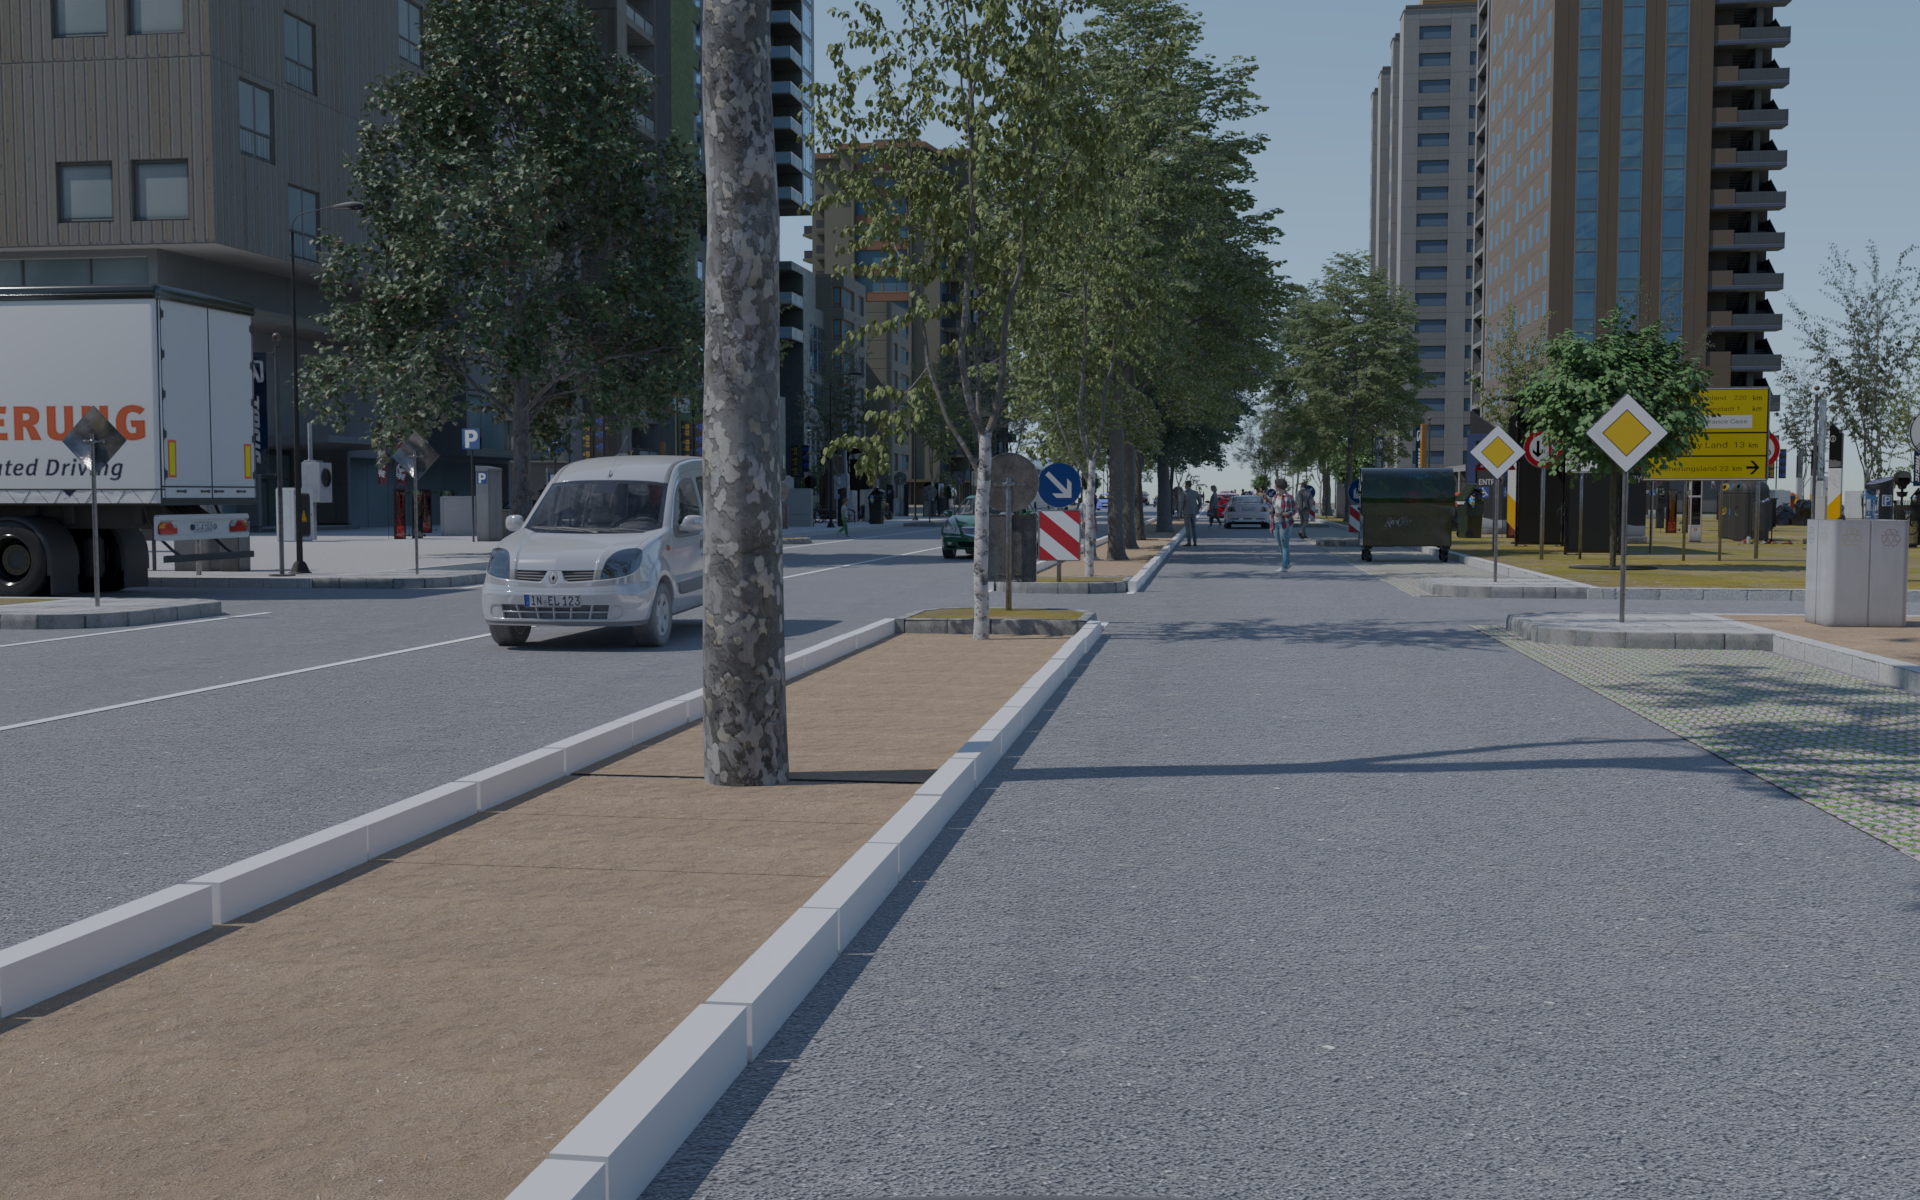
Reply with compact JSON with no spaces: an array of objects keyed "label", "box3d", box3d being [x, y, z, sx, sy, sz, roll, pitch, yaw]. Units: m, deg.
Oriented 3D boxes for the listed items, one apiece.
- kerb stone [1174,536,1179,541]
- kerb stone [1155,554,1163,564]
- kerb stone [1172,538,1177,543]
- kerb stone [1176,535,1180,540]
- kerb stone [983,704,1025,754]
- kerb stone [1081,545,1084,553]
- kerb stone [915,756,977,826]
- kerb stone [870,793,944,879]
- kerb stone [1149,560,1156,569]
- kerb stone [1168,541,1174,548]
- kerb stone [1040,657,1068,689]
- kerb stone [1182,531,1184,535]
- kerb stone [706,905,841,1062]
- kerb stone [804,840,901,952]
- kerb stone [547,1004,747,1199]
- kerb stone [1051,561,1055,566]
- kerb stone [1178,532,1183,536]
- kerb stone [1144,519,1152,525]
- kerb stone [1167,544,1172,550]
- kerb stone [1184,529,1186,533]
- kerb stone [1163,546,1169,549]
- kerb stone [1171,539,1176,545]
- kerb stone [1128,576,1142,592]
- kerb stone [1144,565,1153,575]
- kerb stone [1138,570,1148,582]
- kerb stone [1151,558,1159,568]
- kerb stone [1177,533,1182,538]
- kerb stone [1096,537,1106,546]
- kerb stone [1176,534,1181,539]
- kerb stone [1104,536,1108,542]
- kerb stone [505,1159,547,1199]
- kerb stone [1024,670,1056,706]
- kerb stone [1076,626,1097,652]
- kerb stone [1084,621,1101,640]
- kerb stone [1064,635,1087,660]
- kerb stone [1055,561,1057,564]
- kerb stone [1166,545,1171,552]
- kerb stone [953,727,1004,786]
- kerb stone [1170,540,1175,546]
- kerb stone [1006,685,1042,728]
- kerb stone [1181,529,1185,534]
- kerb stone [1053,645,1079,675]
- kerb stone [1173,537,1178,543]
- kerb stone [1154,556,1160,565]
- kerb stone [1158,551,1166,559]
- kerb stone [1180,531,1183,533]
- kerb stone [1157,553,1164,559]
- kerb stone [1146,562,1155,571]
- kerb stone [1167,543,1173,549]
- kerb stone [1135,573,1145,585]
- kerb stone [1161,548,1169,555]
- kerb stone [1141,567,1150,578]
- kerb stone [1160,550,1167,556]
[{"label":"kerb stone","box3d":[6.056,-1.644,49.069,0.120,0.150,1.000,1,4,8]},{"label":"kerb stone","box3d":[3.954,-0.775,34.889,0.120,0.150,1.000,1,4,8]},{"label":"kerb stone","box3d":[5.756,-1.520,47.041,0.120,0.150,1.000,1,4,8]},{"label":"kerb stone","box3d":[6.356,-1.767,51.091,0.120,0.150,1.000,1,4,8]},{"label":"kerb stone","box3d":[0.242,0.750,9.940,0.120,0.150,1.000,1,4,8]},{"label":"kerb stone","box3d":[3.235,-1.351,44.333,0.120,0.150,1.000,1,4,8]},{"label":"kerb stone","box3d":[-0.064,0.875,7.912,0.120,0.150,1.000,1,4,8]},{"label":"kerb stone","box3d":[-0.210,0.941,6.901,0.120,0.150,1.000,1,4,8]},{"label":"kerb stone","box3d":[3.485,-0.588,31.842,0.120,0.150,1.000,1,4,8]},{"label":"kerb stone","box3d":[5.310,-1.334,44.007,0.120,0.150,1.000,1,4,8]},{"label":"kerb stone","box3d":[0.689,0.569,12.991,0.120,0.150,1.000,1,4,8]},{"label":"kerb stone","box3d":[7.102,-2.072,56.148,0.120,0.150,1.000,1,4,8]},{"label":"kerb stone","box3d":[-0.510,1.060,4.870,0.120,0.150,1.000,1,4,8]},{"label":"kerb stone","box3d":[-0.360,1.001,5.889,0.120,0.150,1.000,1,4,8]},{"label":"kerb stone","box3d":[-0.667,1.122,3.859,0.120,0.150,1.000,1,4,8]},{"label":"kerb stone","box3d":[1.719,-0.733,34.198,0.120,0.150,1.000,1,4,8]},{"label":"kerb stone","box3d":[6.812,-1.953,54.123,0.120,0.150,1.000,1,4,8]},{"label":"kerb stone","box3d":[9.099,-3.770,83.837,0.120,0.150,1.000,1,4,8]},{"label":"kerb stone","box3d":[4.996,-1.205,41.983,0.120,0.150,1.000,1,4,8]},{"label":"kerb stone","box3d":[7.554,-2.259,59.184,0.120,0.150,1.000,1,4,8]},{"label":"kerb stone","box3d":[4.695,-1.087,39.961,0.120,0.150,1.000,1,4,8]},{"label":"kerb stone","box3d":[5.606,-1.458,46.031,0.120,0.150,1.000,1,4,8]},{"label":"kerb stone","box3d":[2.586,-0.218,25.759,0.120,0.150,1.000,1,4,8]},{"label":"kerb stone","box3d":[3.193,-0.465,29.804,0.120,0.150,1.000,1,4,8]},{"label":"kerb stone","box3d":[2.896,-0.339,27.779,0.120,0.150,1.000,1,4,8]},{"label":"kerb stone","box3d":[3.646,-0.646,32.864,0.120,0.150,1.000,1,4,8]},{"label":"kerb stone","box3d":[6.656,-1.889,53.113,0.120,0.150,1.000,1,4,8]},{"label":"kerb stone","box3d":[3.988,-1.663,49.387,0.120,0.150,1.000,1,4,8]},{"label":"kerb stone","box3d":[6.503,-1.829,52.102,0.120,0.150,1.000,1,4,8]},{"label":"kerb stone","box3d":[4.127,-1.722,50.401,0.120,0.150,1.000,1,4,8]},{"label":"kerb stone","box3d":[-0.813,1.184,2.843,0.120,0.150,1.000,1,4,8]},{"label":"kerb stone","box3d":[0.540,0.625,11.979,0.120,0.150,1.000,1,4,8]},{"label":"kerb stone","box3d":[1.147,0.379,16.052,0.120,0.150,1.000,1,4,8]},{"label":"kerb stone","box3d":[1.298,0.314,17.069,0.120,0.150,1.000,1,4,8]},{"label":"kerb stone","box3d":[0.986,0.439,15.034,0.120,0.150,1.000,1,4,8]},{"label":"kerb stone","box3d":[1.879,-0.796,35.207,0.120,0.150,1.000,1,4,8]},{"label":"kerb stone","box3d":[4.847,-1.145,40.972,0.120,0.150,1.000,1,4,8]},{"label":"kerb stone","box3d":[0.090,0.812,8.923,0.120,0.150,1.000,1,4,8]},{"label":"kerb stone","box3d":[5.452,-1.396,45.019,0.120,0.150,1.000,1,4,8]},{"label":"kerb stone","box3d":[0.392,0.687,10.956,0.120,0.150,1.000,1,4,8]},{"label":"kerb stone","box3d":[7.404,-2.199,58.172,0.120,0.150,1.000,1,4,8]},{"label":"kerb stone","box3d":[0.843,0.501,14.012,0.120,0.150,1.000,1,4,8]},{"label":"kerb stone","box3d":[5.901,-1.581,48.055,0.120,0.150,1.000,1,4,8]},{"label":"kerb stone","box3d":[3.792,-0.714,33.875,0.120,0.150,1.000,1,4,8]},{"label":"kerb stone","box3d":[4.253,-0.892,36.911,0.120,0.150,1.000,1,4,8]},{"label":"kerb stone","box3d":[6.954,-2.015,55.135,0.120,0.150,1.000,1,4,8]},{"label":"kerb stone","box3d":[4.103,-0.838,35.900,0.120,0.150,1.000,1,4,8]},{"label":"kerb stone","box3d":[3.339,-0.528,30.823,0.120,0.150,1.000,1,4,8]},{"label":"kerb stone","box3d":[5.157,-1.269,42.997,0.120,0.150,1.000,1,4,8]},{"label":"kerb stone","box3d":[2.735,-0.280,26.770,0.120,0.150,1.000,1,4,8]},{"label":"kerb stone","box3d":[4.557,-1.021,38.937,0.120,0.150,1.000,1,4,8]},{"label":"kerb stone","box3d":[3.038,-0.403,28.794,0.120,0.150,1.000,1,4,8]},{"label":"kerb stone","box3d":[4.396,-0.957,37.927,0.120,0.150,1.000,1,4,8]}]
